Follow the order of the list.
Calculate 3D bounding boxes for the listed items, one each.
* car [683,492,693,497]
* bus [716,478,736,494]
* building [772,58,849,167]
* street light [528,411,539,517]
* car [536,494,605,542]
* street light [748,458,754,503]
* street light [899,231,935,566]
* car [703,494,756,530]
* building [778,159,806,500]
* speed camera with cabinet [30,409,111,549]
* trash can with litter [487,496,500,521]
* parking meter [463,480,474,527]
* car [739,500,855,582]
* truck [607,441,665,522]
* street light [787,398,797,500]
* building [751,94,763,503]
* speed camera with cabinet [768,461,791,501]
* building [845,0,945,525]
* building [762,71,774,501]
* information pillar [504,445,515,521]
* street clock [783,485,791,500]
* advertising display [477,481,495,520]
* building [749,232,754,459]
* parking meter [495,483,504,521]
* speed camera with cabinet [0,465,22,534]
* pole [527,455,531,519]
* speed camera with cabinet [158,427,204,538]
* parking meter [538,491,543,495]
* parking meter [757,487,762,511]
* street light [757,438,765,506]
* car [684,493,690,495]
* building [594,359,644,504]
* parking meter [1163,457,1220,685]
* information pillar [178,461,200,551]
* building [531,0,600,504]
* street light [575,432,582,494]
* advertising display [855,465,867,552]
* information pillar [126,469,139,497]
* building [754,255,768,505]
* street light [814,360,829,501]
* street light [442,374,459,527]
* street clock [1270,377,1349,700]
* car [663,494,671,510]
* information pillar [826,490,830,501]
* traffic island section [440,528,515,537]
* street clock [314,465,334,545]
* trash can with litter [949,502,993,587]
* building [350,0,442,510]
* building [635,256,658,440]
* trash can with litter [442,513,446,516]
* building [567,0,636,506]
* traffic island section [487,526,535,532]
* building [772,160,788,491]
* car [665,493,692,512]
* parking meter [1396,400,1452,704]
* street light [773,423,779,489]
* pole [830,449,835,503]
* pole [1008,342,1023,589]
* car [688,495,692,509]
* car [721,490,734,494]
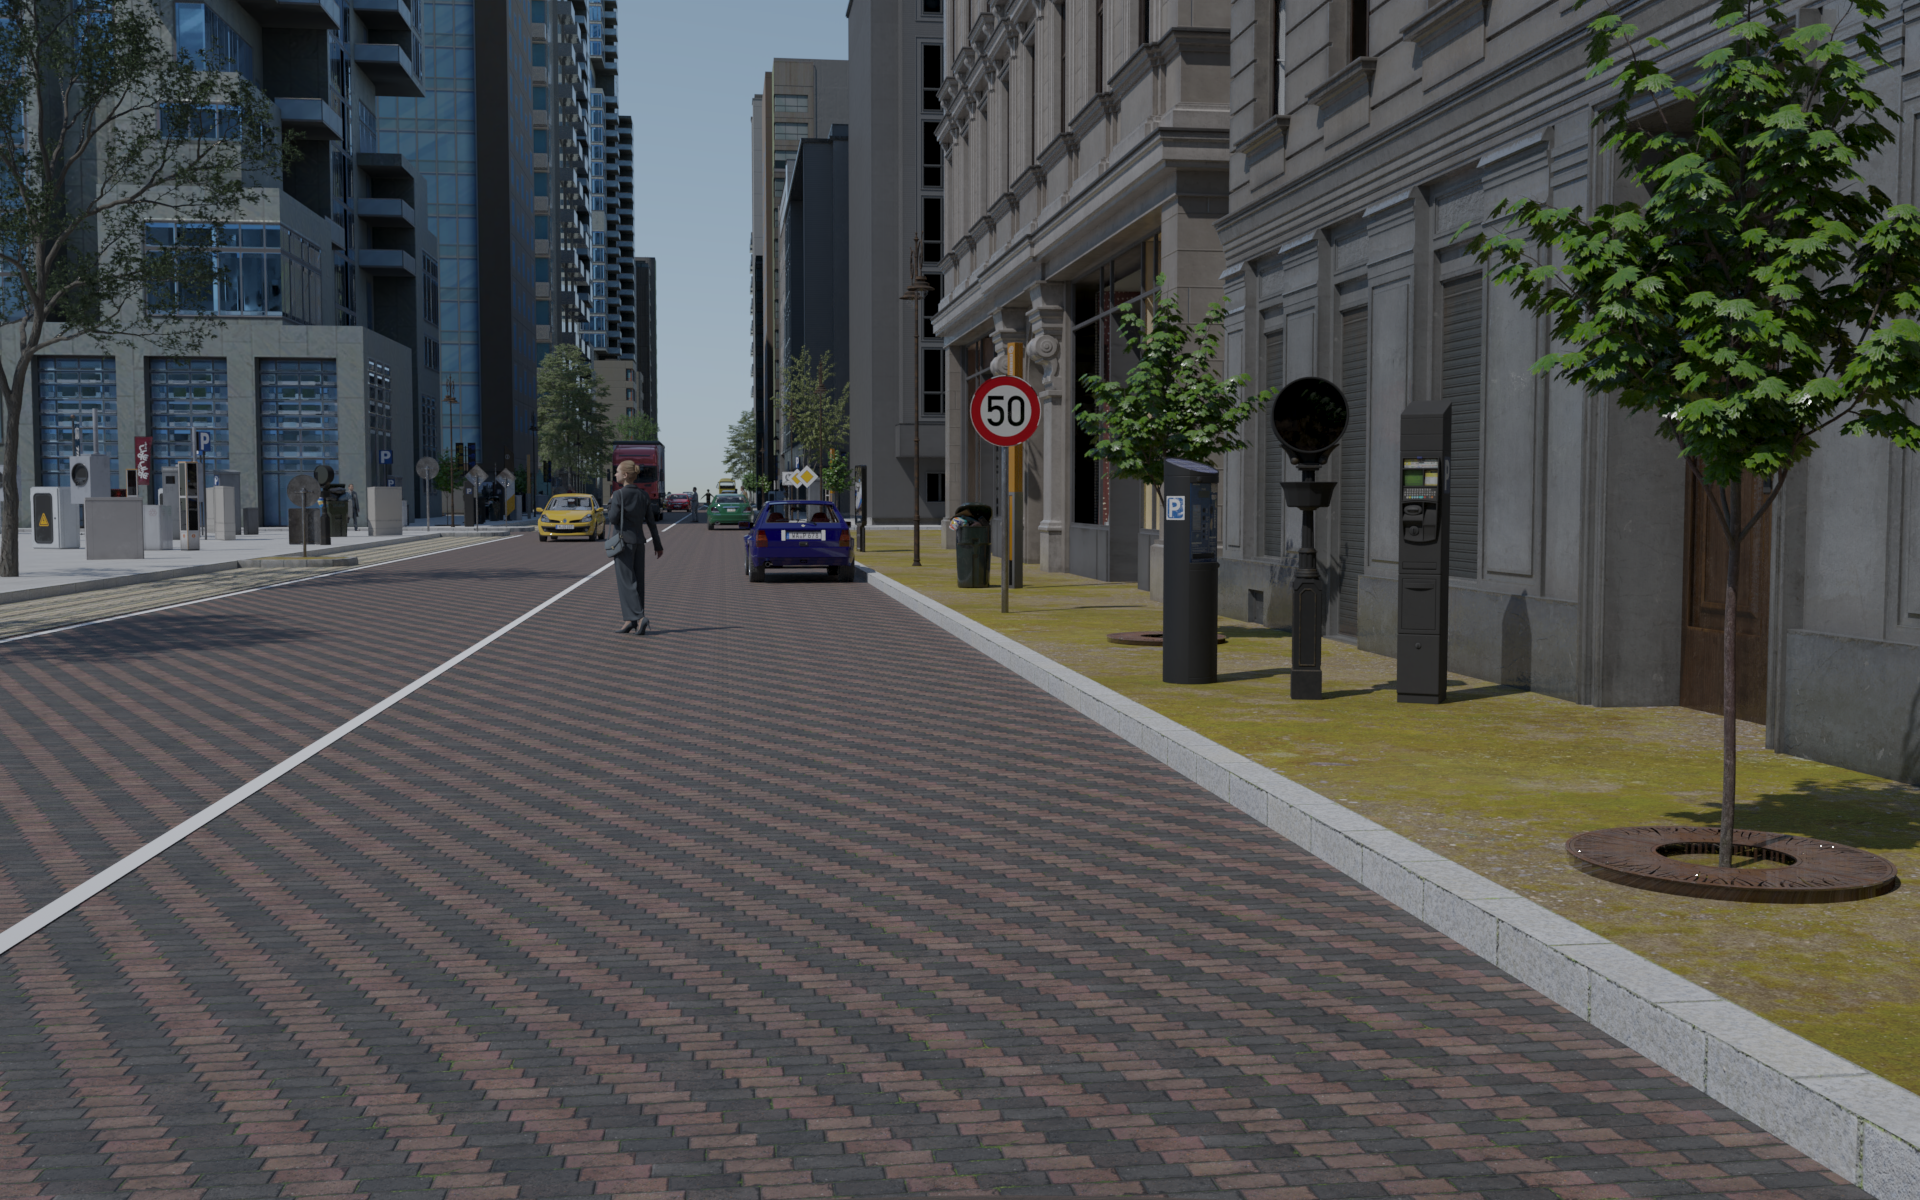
[{"bbox_3d":[-39.965,-15.026,254.352,2.281,1.827,5.304,0,4,-7],"label":"car"},{"bbox_3d":[-36.158,-16.913,268.066,2.896,3.916,12.252,-1,4,-9],"label":"bus"},{"bbox_3d":[-10.983,-29.567,167.008,14.154,41.232,14.086,0,4,-8],"label":"building"},{"bbox_3d":[-23.620,-7.538,96.040,0.468,5.910,1.993,0,4,-8],"label":"street light"},{"bbox_3d":[-11.937,-2.637,53.337,2.015,1.641,3.980,0,4,-6],"label":"car"},{"bbox_3d":[-22.533,-13.213,188.823,0.468,5.910,1.993,0,4,-8],"label":"street light"},{"bbox_3d":[-0.769,-3.542,30.694,0.468,5.910,1.993,0,4,-8],"label":"street light"},{"bbox_3d":[-9.314,-3.569,70.145,2.131,1.459,4.920,-1,4,-9],"label":"car"},{"bbox_3d":[-7.548,-19.269,133.067,12.078,24.808,19.932,0,4,-8],"label":"building"},{"bbox_3d":[-20.704,-2.809,40.264,2.038,3.252,0.660,2,4,25],"label":"speed camera with cabinet"},{"bbox_3d":[-22.141,-4.321,82.036,0.624,1.170,1.055,-2,4,-24],"label":"trash can with litter"},{"bbox_3d":[-19.230,-3.795,67.754,0.399,1.863,0.255,-1,4,-23],"label":"parking meter"},{"bbox_3d":[-2.779,-1.035,29.508,1.945,1.354,3.894,-1,4,-9],"label":"car"},{"bbox_3d":[-17.296,-6.388,93.353,2.839,4.237,11.283,0,4,-8],"label":"truck"},{"bbox_3d":[-8.087,-6.757,83.271,0.468,5.910,1.993,0,4,-8],"label":"street light"},{"bbox_3d":[-20.206,-43.735,257.058,21.231,58.520,28.212,0,4,-8],"label":"building"},{"bbox_3d":[-10.866,-6.753,104.745,0.660,3.252,2.038,-2,4,-35],"label":"speed camera with cabinet"},{"bbox_3d":[7.425,-17.358,77.305,24.014,27.812,14.314,0,4,-8],"label":"building"},{"bbox_3d":[-13.533,-32.513,181.702,14.600,45.320,14.200,0,4,-8],"label":"building"},{"bbox_3d":[-21.568,-5.597,82.858,0.504,3.616,0.183,-2,4,-35],"label":"information pillar"},{"bbox_3d":[-8.095,-4.673,80.969,0.358,2.002,0.471,-2,4,-28],"label":"street clock"},{"bbox_3d":[-23.433,-4.919,85.643,0.974,1.923,0.123,2,4,24],"label":"advertising display"},{"bbox_3d":[-23.401,-40.786,286.463,23.786,49.044,30.456,0,4,-8],"label":"building"},{"bbox_3d":[-22.373,-4.792,84.068,0.399,1.863,0.255,-1,4,-13],"label":"parking meter"},{"bbox_3d":[-30.891,-3.730,55.326,2.038,3.252,0.660,2,4,27],"label":"speed camera with cabinet"},{"bbox_3d":[-22.276,-5.848,89.463,0.158,3.312,0.155,0,3,0],"label":"pole"},{"bbox_3d":[-23.135,-3.489,51.380,0.660,3.252,2.038,-3,5,-45],"label":"speed camera with cabinet"},{"bbox_3d":[-30.165,-7.106,124.596,0.372,1.533,0.369,0,3,0],"label":"parking meter"},{"bbox_3d":[-15.622,-7.906,134.977,0.399,1.863,0.255,0,4,-2],"label":"parking meter"},{"bbox_3d":[-16.211,-10.374,142.409,0.468,5.910,1.993,0,4,-8],"label":"street light"},{"bbox_3d":[-31.034,-11.375,195.579,1.945,1.707,3.694,0,4,-7],"label":"car"},{"bbox_3d":[-57.984,-23.981,237.120,27.650,21.520,28.899,0,4,-8],"label":"building"},{"bbox_3d":[1.572,-0.207,11.798,0.372,1.533,0.369,0,3,0],"label":"parking meter"},{"bbox_3d":[-17.454,-2.124,39.213,0.304,2.012,0.304,2,4,34],"label":"information pillar"},{"bbox_3d":[-44.982,-32.691,154.110,23.786,49.044,30.456,0,4,-8],"label":"building"},{"bbox_3d":[-27.705,-9.361,125.844,0.468,5.910,1.993,0,4,-8],"label":"street light"},{"bbox_3d":[-2.205,-2.036,38.497,0.123,1.923,0.974,-1,4,-13],"label":"advertising display"},{"bbox_3d":[-24.224,-2.828,50.733,0.304,2.012,0.304,-1,4,-21],"label":"information pillar"},{"bbox_3d":[-17.941,-26.879,211.180,14.160,30.474,14.107,0,4,-8],"label":"building"},{"bbox_3d":[-4.823,-5.337,60.044,0.468,5.910,1.993,0,4,-8],"label":"street light"},{"bbox_3d":[-19.577,-5.743,66.688,0.468,5.910,1.993,0,4,-8],"label":"street light"},{"bbox_3d":[2.173,-0.382,10.820,0.471,2.002,0.358,0,4,8],"label":"street clock"},{"bbox_3d":[-25.925,-8.897,155.684,2.015,1.641,3.980,-1,4,-10],"label":"car"},{"bbox_3d":[-6.353,-4.896,84.537,0.304,2.012,0.304,3,5,44],"label":"information pillar"},{"bbox_3d":[-16.446,-2.242,58.944,2.009,0.180,2.903,0,4,-8],"label":"traffic island section"},{"bbox_3d":[-15.936,-2.378,43.446,0.471,2.002,0.358,2,4,23],"label":"street clock"},{"bbox_3d":[0.115,-0.768,23.947,0.624,1.170,1.055,0,4,-6],"label":"trash can with litter"},{"bbox_3d":[-49.350,-53.251,183.326,22.319,86.520,31.000,0,4,-8],"label":"building"},{"bbox_3d":[-57.996,-37.079,289.843,14.154,41.232,14.086,0,4,-8],"label":"building"},{"bbox_3d":[-30.553,-5.441,100.023,2.233,1.210,1.678,1,4,13],"label":"trash can with litter"},{"bbox_3d":[-59.785,-58.277,265.506,22.319,86.520,31.000,0,4,-8],"label":"building"},{"bbox_3d":[-17.530,-2.726,66.855,2.009,0.180,2.903,0,4,-8],"label":"traffic island section"},{"bbox_3d":[-9.546,-23.340,153.316,14.160,30.474,14.107,0,4,-8],"label":"building"},{"bbox_3d":[-22.430,-7.904,138.270,2.155,1.783,4.494,0,4,-6],"label":"car"},{"bbox_3d":[2.862,-0.304,10.677,0.255,1.863,0.399,2,4,25],"label":"parking meter"},{"bbox_3d":[-11.963,-8.554,112.646,0.468,5.910,1.993,0,4,-8],"label":"street light"},{"bbox_3d":[-5.745,-5.150,78.049,0.158,3.312,0.155,0,3,0],"label":"pole"},{"bbox_3d":[0.746,-1.811,23.448,0.158,3.312,0.155,0,3,0],"label":"pole"},{"bbox_3d":[-26.062,-9.261,163.777,2.083,1.381,4.827,-1,4,-9],"label":"car"},{"bbox_3d":[-23.689,-10.360,178.063,2.281,1.827,5.304,0,4,-6],"label":"car"}]
